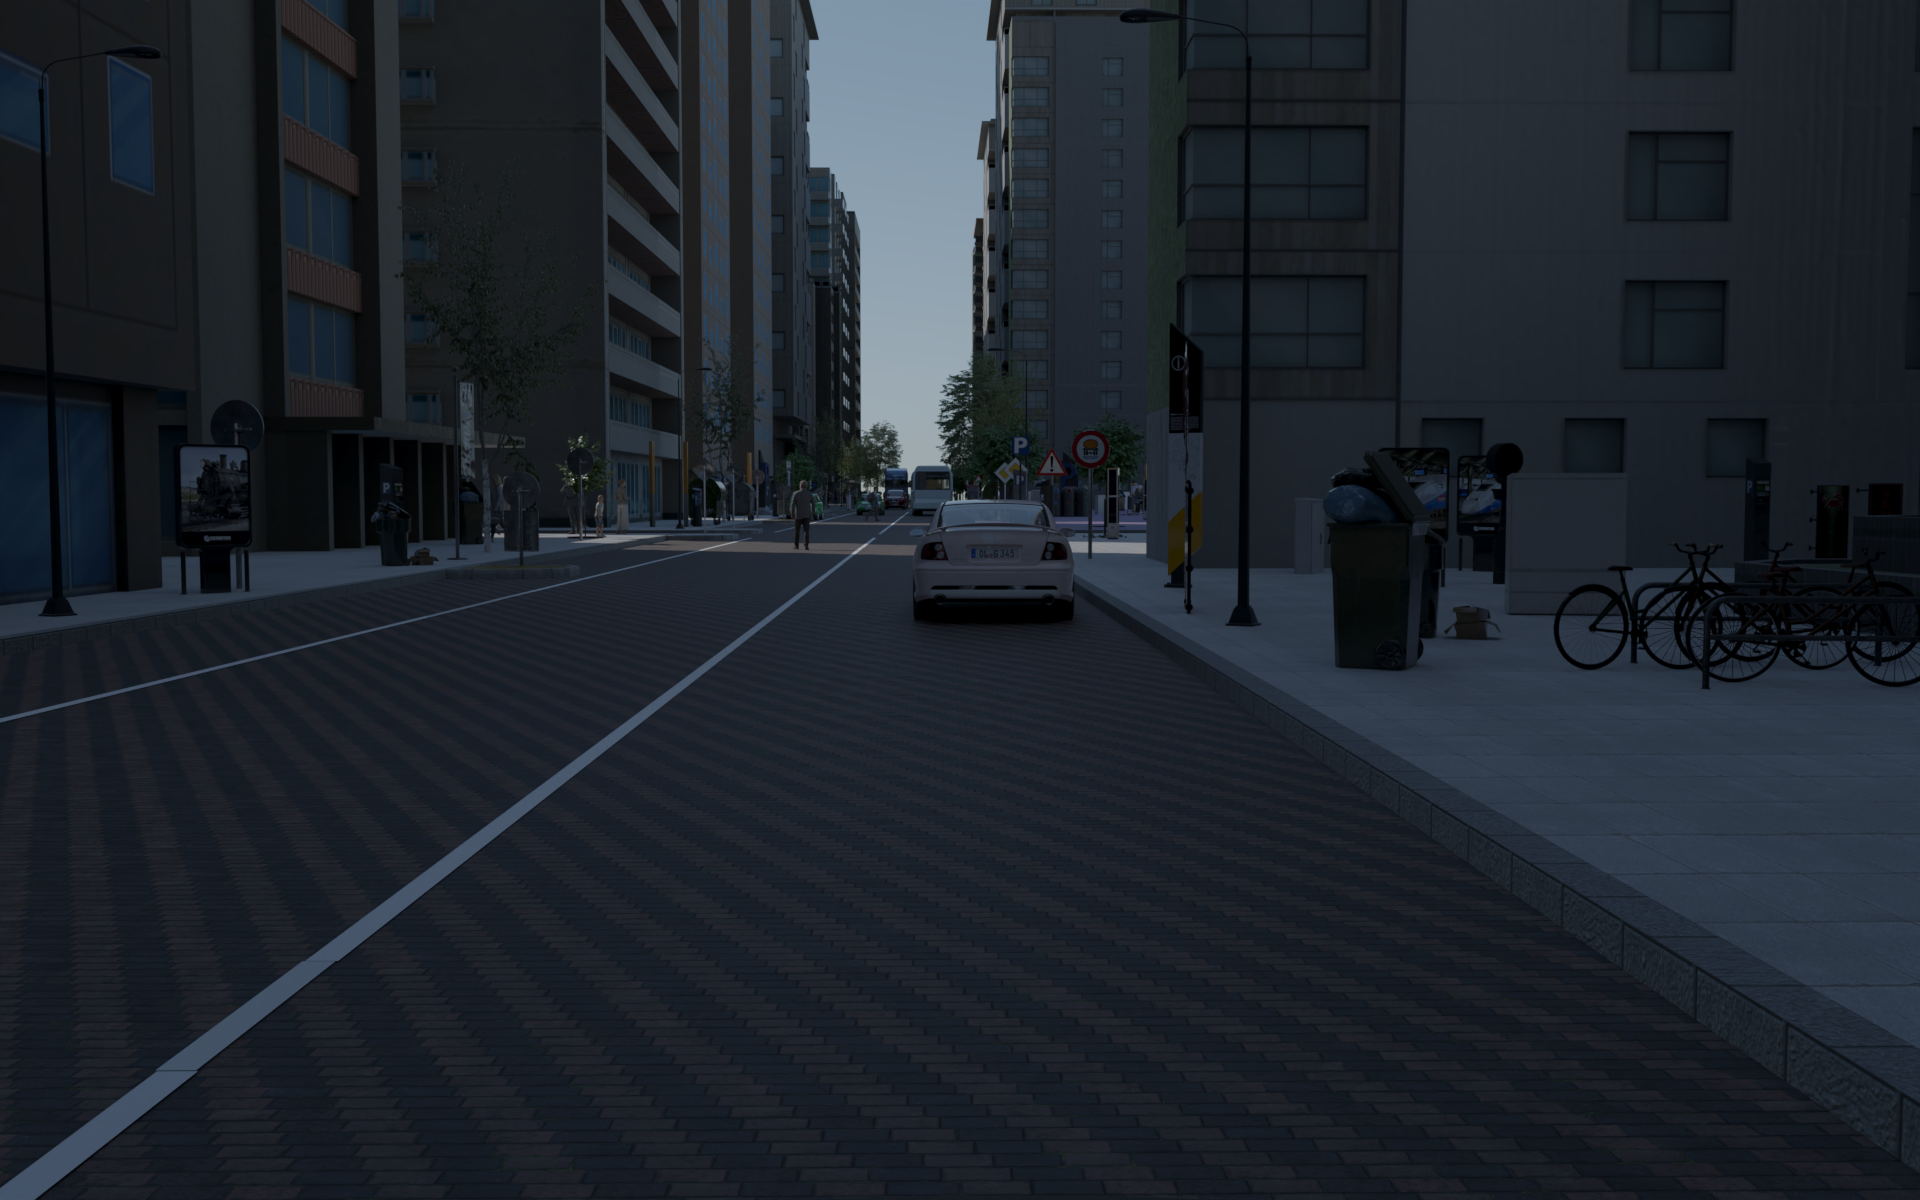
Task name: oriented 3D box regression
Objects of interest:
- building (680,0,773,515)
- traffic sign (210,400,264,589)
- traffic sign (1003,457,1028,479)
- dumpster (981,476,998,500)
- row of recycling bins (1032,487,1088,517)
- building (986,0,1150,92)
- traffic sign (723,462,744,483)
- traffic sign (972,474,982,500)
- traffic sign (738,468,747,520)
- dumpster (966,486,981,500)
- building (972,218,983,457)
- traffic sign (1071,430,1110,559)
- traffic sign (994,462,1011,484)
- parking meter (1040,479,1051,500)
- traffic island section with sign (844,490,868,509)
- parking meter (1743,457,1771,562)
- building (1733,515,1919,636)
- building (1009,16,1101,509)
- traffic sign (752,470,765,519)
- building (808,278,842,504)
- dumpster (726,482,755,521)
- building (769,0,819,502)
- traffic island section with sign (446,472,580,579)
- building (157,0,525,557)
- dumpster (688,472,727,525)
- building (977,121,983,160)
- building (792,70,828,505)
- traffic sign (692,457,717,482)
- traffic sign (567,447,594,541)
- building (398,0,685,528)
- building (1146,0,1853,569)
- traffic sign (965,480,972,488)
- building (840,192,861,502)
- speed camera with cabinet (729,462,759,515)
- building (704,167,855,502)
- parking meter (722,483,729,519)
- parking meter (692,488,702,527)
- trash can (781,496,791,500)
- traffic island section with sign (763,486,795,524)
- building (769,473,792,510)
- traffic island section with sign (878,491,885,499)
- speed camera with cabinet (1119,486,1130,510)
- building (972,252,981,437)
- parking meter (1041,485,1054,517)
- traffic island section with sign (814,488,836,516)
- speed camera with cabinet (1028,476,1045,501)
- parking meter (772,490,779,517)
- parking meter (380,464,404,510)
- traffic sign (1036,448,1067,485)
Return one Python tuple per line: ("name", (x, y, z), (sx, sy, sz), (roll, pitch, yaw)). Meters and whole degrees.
("building", (-21.597, -29.271, 128.694), (14.600, 45.320, 14.200), (0, 4, -1))
("traffic sign", (-9.778, -1.426, 23.426), (0.768, 2.556, 0.104), (0, 4, 7))
("traffic sign", (1.787, -3.232, 55.036), (0.795, 2.593, 0.064), (0, 4, -1))
("dumpster", (1.795, -4.937, 83.221), (1.502, 2.255, 1.985), (0, 4, -1))
("row of recycling bins", (5.604, -5.520, 97.365), (3.534, 1.692, 1.069), (-2, 4, -26))
("building", (17.377, -35.711, 173.111), (28.713, 52.752, 27.495), (0, 4, -1))
("traffic sign", (-8.235, -3.712, 62.881), (0.795, 2.593, 0.064), (0, 4, -1))
("traffic sign", (1.216, -6.980, 114.132), (0.884, 2.594, 0.081), (0, 3, 0))
("traffic sign", (-10.668, -5.222, 85.482), (0.768, 2.556, 0.104), (0, 4, 5))
("dumpster", (1.104, -7.100, 121.843), (1.264, 1.857, 1.865), (0, 4, -1))
("building", (13.104, -37.533, 268.282), (22.147, 44.769, 28.867), (0, 4, -1))
("traffic sign", (2.585, -2.094, 34.345), (0.768, 2.556, 0.104), (0, 4, 3))
("traffic sign", (1.658, -3.720, 63.020), (0.795, 2.593, 0.064), (0, 4, -1))
("parking meter", (3.414, -3.869, 68.963), (0.399, 1.863, 0.255), (2, 4, 28))
("traffic island section with sign", (-9.876, -9.391, 162.178), (1.989, 1.847, 2.006), (0, 4, -1))
("parking meter", (12.581, -1.322, 27.328), (0.255, 1.863, 0.399), (0, 4, 1))
("building", (18.124, -28.380, 6.009), (21.231, 58.520, 28.212), (0, 4, -1))
("building", (11.235, -28.686, 152.609), (14.154, 41.232, 14.086), (0, 4, -1))
("traffic sign", (-10.574, -5.524, 90.419), (0.768, 2.556, 0.104), (0, 4, 2))
("building", (-23.187, -28.106, 231.230), (14.160, 30.474, 14.107), (0, 4, -1))
("dumpster", (-10.589, -4.755, 83.504), (1.264, 1.857, 1.865), (0, 4, -1))
("building", (-29.220, -35.798, 174.536), (28.713, 52.752, 27.495), (0, 4, -1))
("traffic island section with sign", (-7.739, -1.323, 30.266), (1.989, 1.847, 2.006), (0, 4, -1))
("building", (-27.537, -23.617, 40.761), (28.867, 44.769, 22.147), (0, 4, -1))
("dumpster", (-10.510, -4.227, 71.605), (1.502, 2.255, 1.985), (0, 4, -1))
("building", (16.988, -39.744, 239.060), (28.713, 52.752, 27.495), (0, 4, -1))
("building", (-25.805, -46.499, 198.512), (20.563, 71.187, 20.611), (0, 4, -1))
("traffic sign", (-8.106, -3.224, 54.897), (0.795, 2.593, 0.064), (0, 4, -1))
("traffic sign", (-10.361, -2.884, 47.263), (0.768, 2.556, 0.104), (0, 4, 6))
("building", (-24.239, -27.583, 74.678), (21.300, 48.544, 21.600), (0, 4, -1))
("building", (10.747, -21.524, 35.516), (14.154, 41.232, 14.086), (0, 4, -1))
("traffic sign", (0.745, -8.069, 132.035), (0.768, 2.556, 0.104), (0, 4, 5))
("building", (-27.100, -40.111, 279.513), (21.300, 48.544, 21.600), (0, 4, -1))
("speed camera with cabinet", (-13.391, -6.932, 107.671), (2.038, 3.252, 0.660), (-1, 4, -13))
("building", (-27.759, -38.770, 253.504), (23.786, 49.044, 30.456), (0, 4, -1))
("parking meter", (-11.866, -5.006, 87.559), (0.255, 1.863, 0.399), (1, 4, 13))
("parking meter", (-10.316, -3.644, 67.996), (0.372, 1.533, 0.369), (0, 3, 0))
("trash can", (-11.789, -6.441, 116.957), (0.748, 1.137, 0.748), (0, 3, 0))
("traffic island section with sign", (-8.625, -4.675, 85.061), (1.989, 1.847, 2.006), (0, 4, -1))
("building", (-30.979, -27.970, 149.191), (32.217, 40.220, 23.993), (0, 4, -1))
("traffic island section with sign", (-11.639, -16.048, 271.011), (1.989, 1.847, 2.006), (0, 4, -1))
("speed camera with cabinet", (12.588, -8.675, 136.177), (0.660, 3.252, 2.038), (-2, 4, -27))
("building", (9.002, -37.086, 289.955), (14.154, 41.232, 14.086), (0, 4, -1))
("parking meter", (2.455, -2.460, 48.636), (0.372, 1.533, 0.369), (0, 3, 0))
("traffic island section with sign", (-9.070, -6.345, 112.363), (1.989, 1.847, 2.006), (0, 4, -1))
("speed camera with cabinet", (4.566, -7.130, 110.917), (2.038, 3.252, 0.660), (2, 4, 29))
("parking meter", (-10.379, -5.453, 97.563), (0.372, 1.533, 0.369), (0, 3, 0))
("parking meter", (-10.909, -1.686, 33.284), (0.399, 1.863, 0.255), (2, 4, 28))
("traffic sign", (2.612, -3.012, 49.256), (0.884, 2.594, 0.081), (0, 4, 7))
